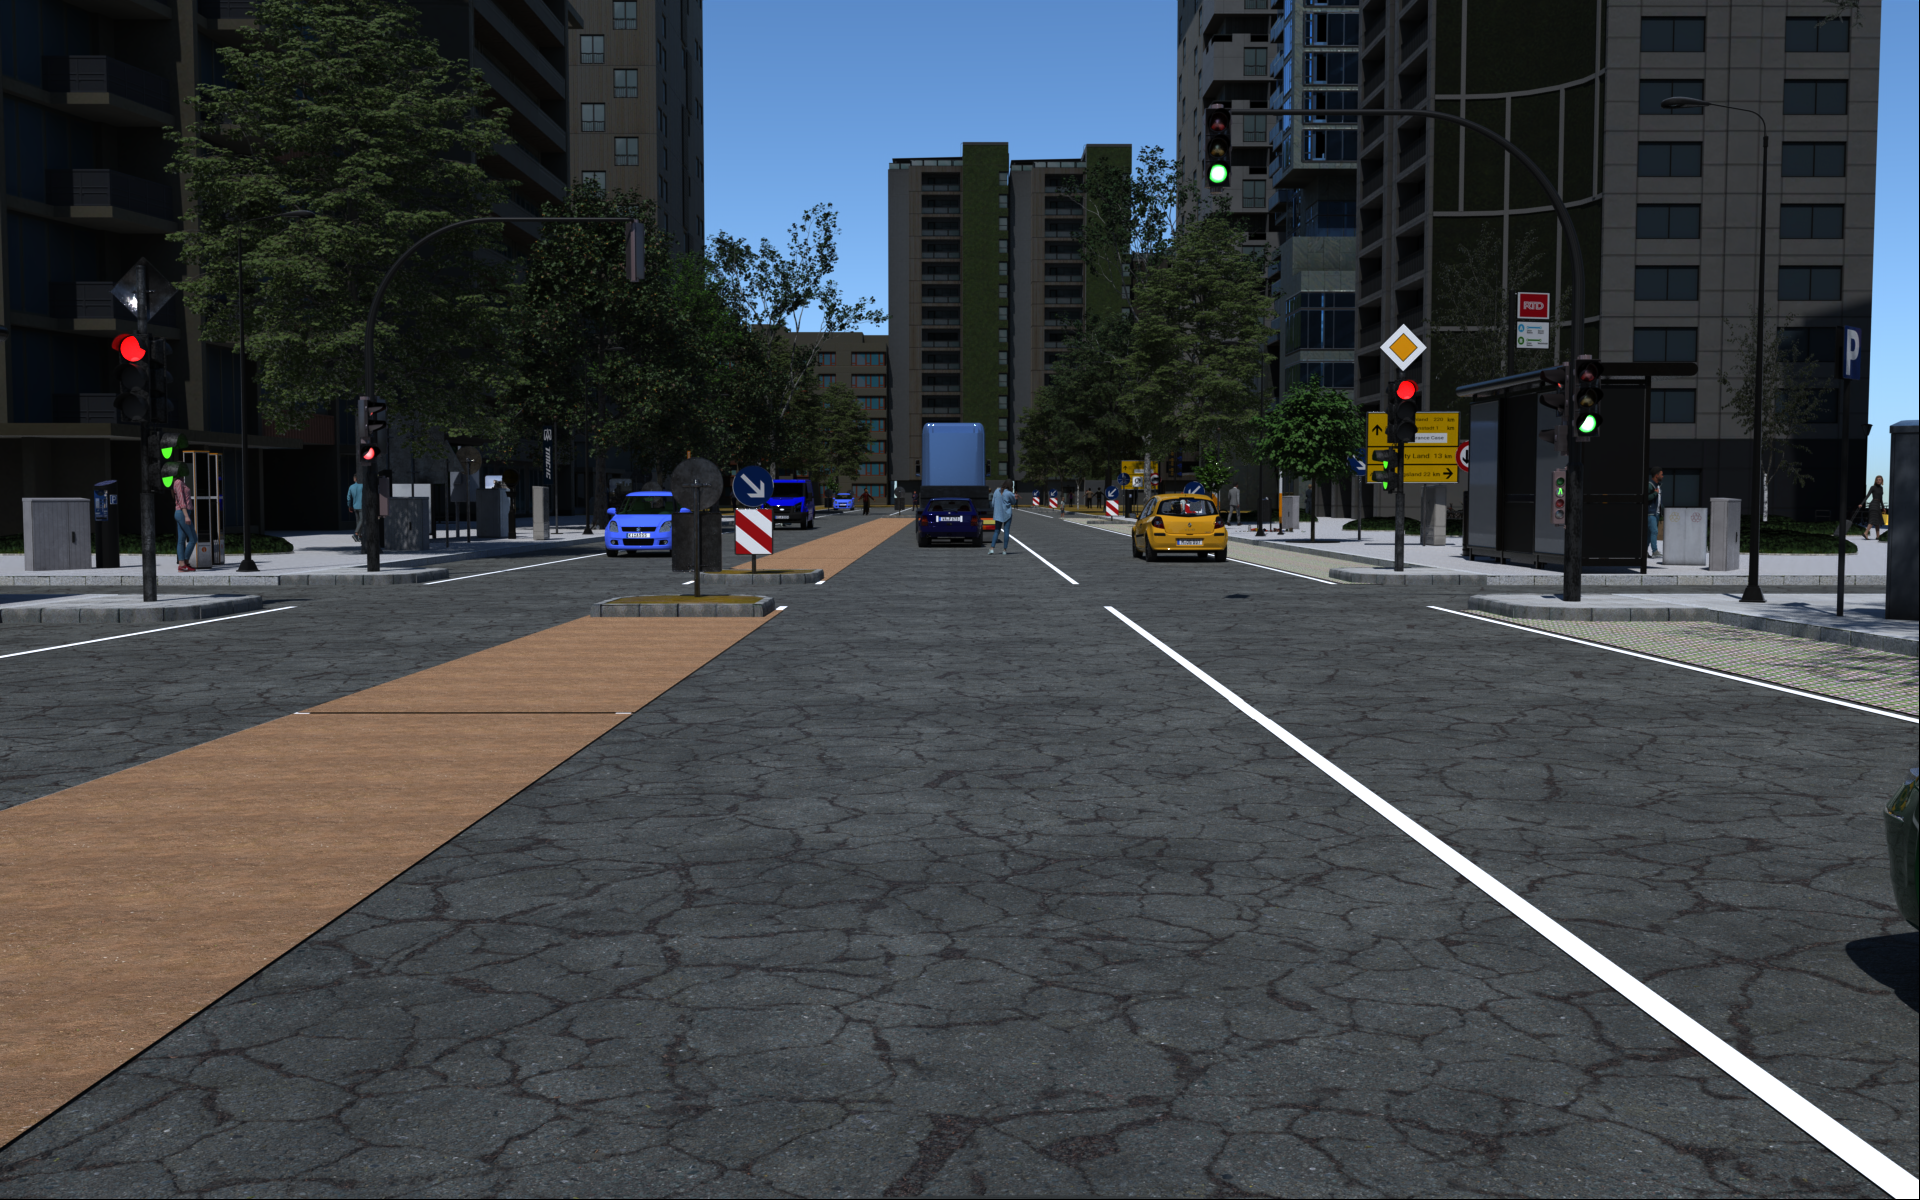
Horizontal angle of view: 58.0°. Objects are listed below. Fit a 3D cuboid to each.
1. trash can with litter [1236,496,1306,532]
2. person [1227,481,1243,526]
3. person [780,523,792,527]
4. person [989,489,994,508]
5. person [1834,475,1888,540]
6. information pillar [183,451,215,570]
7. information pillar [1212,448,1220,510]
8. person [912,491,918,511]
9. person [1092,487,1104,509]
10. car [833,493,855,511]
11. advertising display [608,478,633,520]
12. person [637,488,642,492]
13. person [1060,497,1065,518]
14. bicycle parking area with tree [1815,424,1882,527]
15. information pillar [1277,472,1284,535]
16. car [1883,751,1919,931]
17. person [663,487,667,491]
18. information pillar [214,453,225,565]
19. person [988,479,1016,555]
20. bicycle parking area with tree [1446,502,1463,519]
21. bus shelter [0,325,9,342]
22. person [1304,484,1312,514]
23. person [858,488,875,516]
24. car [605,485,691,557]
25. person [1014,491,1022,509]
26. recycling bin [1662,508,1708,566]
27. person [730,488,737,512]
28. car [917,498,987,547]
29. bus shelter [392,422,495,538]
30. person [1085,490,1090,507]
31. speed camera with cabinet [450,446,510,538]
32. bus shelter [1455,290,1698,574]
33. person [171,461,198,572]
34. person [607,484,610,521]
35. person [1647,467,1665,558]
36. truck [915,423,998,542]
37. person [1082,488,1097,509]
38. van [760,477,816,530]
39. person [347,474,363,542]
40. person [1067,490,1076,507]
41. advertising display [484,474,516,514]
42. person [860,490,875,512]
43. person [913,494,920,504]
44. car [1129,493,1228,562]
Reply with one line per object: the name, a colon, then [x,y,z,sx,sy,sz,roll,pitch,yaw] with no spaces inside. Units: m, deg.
trash can with litter: [10.630,-2.921,58.822,2.233,1.210,1.678,3,5,39]
person: [11.092,-3.897,70.028,0.850,1.792,0.678,-3,5,-44]
person: [-7.737,-3.823,76.502,0.738,1.151,1.012,-2,4,-30]
person: [2.034,-6.687,117.919,0.705,1.814,1.350,-3,5,-45]
person: [25.209,-2.577,48.392,1.509,1.804,0.699,0,4,7]
information pillar: [-12.989,-1.530,29.512,0.304,2.012,0.304,2,4,31]
information pillar: [12.450,-5.674,84.124,0.504,3.616,0.183,-3,4,-38]
person: [-3.805,-8.374,146.330,0.541,1.710,0.530,2,4,27]
person: [12.167,-8.913,151.396,1.348,1.869,0.705,1,4,12]
car: [-10.185,-8.709,151.983,1.945,1.707,3.694,0,4,0]
advertising display: [-13.507,-3.901,69.000,0.974,1.923,0.123,0,4,3]
person: [-24.454,-7.681,132.303,0.551,1.740,0.621,1,4,12]
person: [6.045,-5.401,101.482,0.332,1.250,0.352,-1,4,-17]
bicycle parking area with tree: [39.610,-5.104,70.449,8.231,4.147,9.016,1,4,22]
information pillar: [10.123,-3.868,54.593,0.183,3.616,0.504,1,4,12]
car: [3.553,0.542,2.944,2.131,1.459,4.920,0,4,-1]
person: [-22.475,-7.679,131.460,0.709,1.838,0.599,-1,4,-23]
information pillar: [-13.483,-1.636,31.245,0.304,2.012,0.304,0,4,-8]
person: [0.991,-1.975,41.059,0.793,1.790,0.793,-1,4,-12]
bicycle parking area with tree: [22.376,-4.952,67.962,9.016,4.147,8.231,3,5,43]
bus shelter: [-12.793,-2.408,16.995,2.179,5.291,8.768,0,4,0]
person: [17.409,-4.875,86.168,0.576,1.772,0.534,2,4,25]
person: [-6.286,-6.570,115.876,1.348,1.831,0.705,-2,4,-33]
car: [-7.225,-1.897,40.615,1.945,1.707,3.694,0,4,-1]
person: [5.292,-9.375,162.491,1.217,1.736,0.721,-2,4,-25]
recycling bin: [13.161,-1.154,31.428,0.722,1.027,0.722,2,4,24]
person: [-16.471,-7.272,125.871,0.756,1.711,0.436,-2,4,-34]
car: [-0.235,-2.160,47.893,1.945,1.354,3.894,0,4,1]
bus shelter: [-14.515,-3.286,47.649,2.014,3.302,5.546,0,4,0]
person: [12.971,-10.364,176.300,0.445,1.727,0.742,1,4,13]
speed camera with cabinet: [-14.148,-3.479,51.213,2.038,3.252,0.660,2,4,31]
bus shelter: [10.647,-3.316,31.851,2.179,5.291,8.768,0,4,0]
person: [-12.757,-1.372,28.485,0.388,1.821,0.555,-3,5,-40]
person: [-16.053,-4.450,78.975,0.721,1.800,0.419,-3,5,-45]
person: [13.830,-1.738,34.450,0.794,1.824,0.713,-2,4,-28]
truck: [-0.180,-4.272,59.604,2.967,4.110,18.799,0,4,-1]
person: [11.485,-9.013,153.413,1.348,1.823,0.705,0,4,-2]
van: [-7.043,-4.058,70.725,2.240,2.365,5.245,0,4,-1]
person: [-16.286,-2.501,46.792,0.638,1.841,0.748,1,4,19]
person: [11.052,-10.083,171.586,0.721,1.739,1.217,-3,5,-43]
advertising display: [-14.762,-3.080,55.572,0.974,1.923,0.123,0,4,-7]
person: [-7.237,-7.687,134.921,1.217,1.736,0.721,0,4,-2]
person: [-2.404,-6.132,108.889,1.348,1.807,0.705,3,5,44]
car: [4.759,-1.694,37.914,2.015,1.641,3.980,0,4,0]
